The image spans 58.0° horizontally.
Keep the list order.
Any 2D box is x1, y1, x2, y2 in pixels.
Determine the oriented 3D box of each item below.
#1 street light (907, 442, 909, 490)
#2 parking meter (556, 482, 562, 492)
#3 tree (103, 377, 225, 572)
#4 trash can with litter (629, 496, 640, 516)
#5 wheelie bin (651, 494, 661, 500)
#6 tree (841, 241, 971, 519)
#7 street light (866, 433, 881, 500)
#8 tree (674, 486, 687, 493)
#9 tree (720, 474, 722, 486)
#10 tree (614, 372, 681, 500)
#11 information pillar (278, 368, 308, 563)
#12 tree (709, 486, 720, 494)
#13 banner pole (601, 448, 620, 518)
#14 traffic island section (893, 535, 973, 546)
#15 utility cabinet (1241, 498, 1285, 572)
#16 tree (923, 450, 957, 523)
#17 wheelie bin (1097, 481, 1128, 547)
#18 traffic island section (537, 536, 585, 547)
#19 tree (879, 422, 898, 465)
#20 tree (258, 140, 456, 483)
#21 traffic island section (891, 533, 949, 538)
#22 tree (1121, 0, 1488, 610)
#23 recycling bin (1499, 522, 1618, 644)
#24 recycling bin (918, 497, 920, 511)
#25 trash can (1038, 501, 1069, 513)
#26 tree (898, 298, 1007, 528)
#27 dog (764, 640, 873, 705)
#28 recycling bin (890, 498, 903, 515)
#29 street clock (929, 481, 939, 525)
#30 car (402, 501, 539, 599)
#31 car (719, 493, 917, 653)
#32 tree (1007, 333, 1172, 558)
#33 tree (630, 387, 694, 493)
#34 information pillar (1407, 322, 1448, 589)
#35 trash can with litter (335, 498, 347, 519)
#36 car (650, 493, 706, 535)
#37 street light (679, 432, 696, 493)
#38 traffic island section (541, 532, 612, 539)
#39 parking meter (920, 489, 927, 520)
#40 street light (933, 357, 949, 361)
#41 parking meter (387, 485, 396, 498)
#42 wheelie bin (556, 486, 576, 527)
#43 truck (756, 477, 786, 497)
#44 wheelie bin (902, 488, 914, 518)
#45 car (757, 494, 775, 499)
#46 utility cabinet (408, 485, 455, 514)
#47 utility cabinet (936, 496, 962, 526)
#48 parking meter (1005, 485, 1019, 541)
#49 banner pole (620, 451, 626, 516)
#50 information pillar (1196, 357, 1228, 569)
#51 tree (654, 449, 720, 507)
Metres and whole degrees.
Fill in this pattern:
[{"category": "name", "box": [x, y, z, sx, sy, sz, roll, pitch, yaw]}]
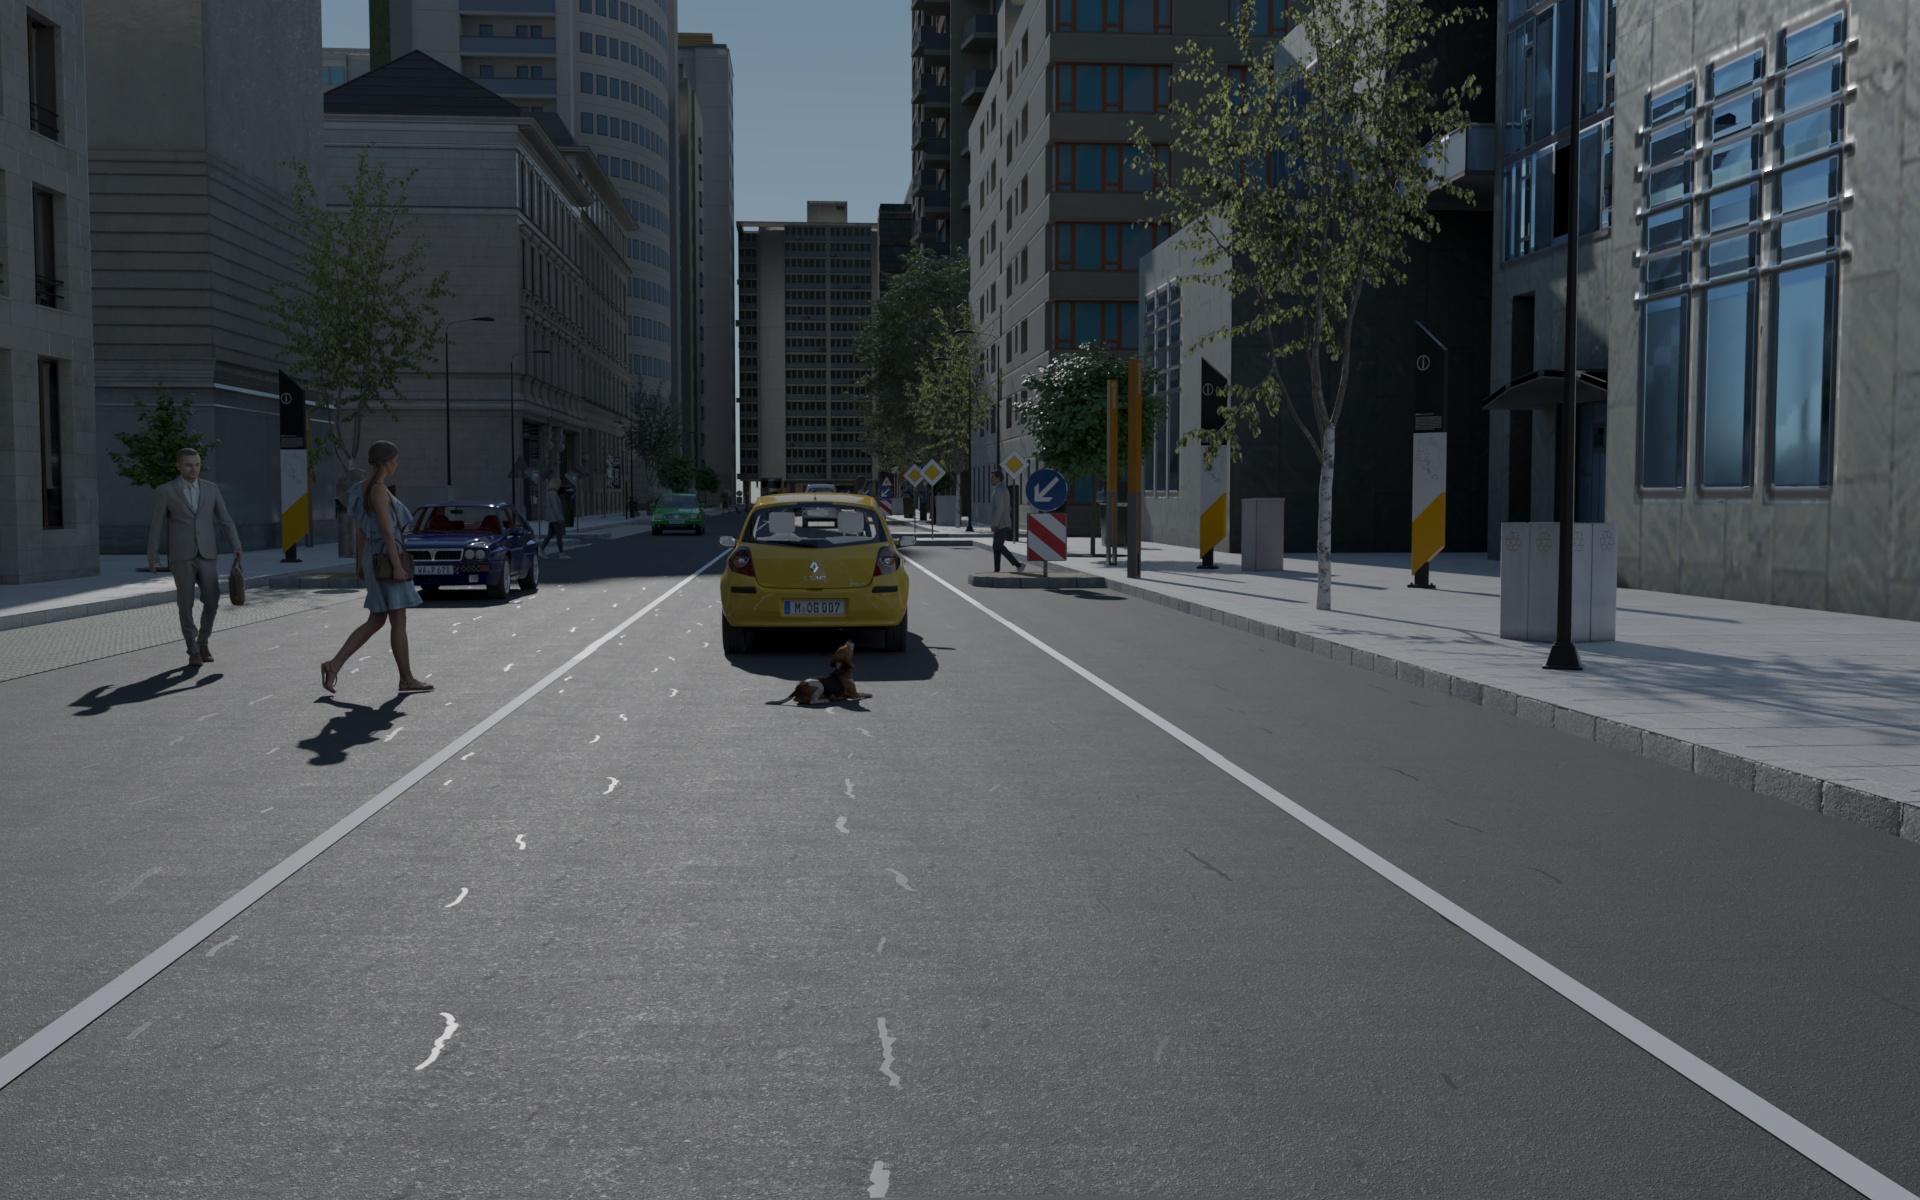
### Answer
[{"category": "street light", "box": [-3.391, -7.509, 95.314, 1.470, 5.913, 1.316, 0, 4, -5]}, {"category": "parking meter", "box": [-16.591, -4.017, 71.393, 0.255, 1.863, 0.399, 1, 4, 21]}, {"category": "tree", "box": [-13.282, -2.099, 28.916, 1.663, 3.219, 1.824, 0, 3, 0]}, {"category": "trash can with litter", "box": [-18.659, -5.401, 99.691, 0.624, 1.170, 1.055, -2, 4, -30]}, {"category": "wheelie bin", "box": [-18.711, -6.048, 106.789, 0.693, 1.594, 0.980, 0, 4, 6]}, {"category": "tree", "box": [-1.153, -11.128, 88.592, 9.857, 13.997, 8.962, 0, 3, 0]}, {"category": "street light", "box": [-6.600, -9.751, 131.967, 1.470, 5.913, 1.316, 0, 4, -5]}, {"category": "tree", "box": [-22.356, -8.803, 138.524, 1.663, 3.219, 1.824, 0, 3, 0]}, {"category": "tree", "box": [-26.373, -11.941, 178.955, 4.285, 4.588, 4.351, 0, 3, 0]}, {"category": "tree", "box": [-18.722, -9.419, 104.357, 4.360, 8.622, 3.978, 0, 3, 0]}, {"category": "information pillar", "box": [-12.449, -2.506, 32.331, 0.504, 3.616, 0.183, 0, 4, 5]}, {"category": "tree", "box": [-26.341, -11.666, 185.344, 1.663, 3.219, 1.824, 0, 3, 0]}, {"category": "banner pole", "box": [-19.041, -6.337, 93.625, 0.401, 3.779, 0.863, 3, 5, 43]}, {"category": "traffic island section", "box": [-0.762, -1.643, 49.141, 2.009, 0.180, 2.903, 0, 4, -5]}, {"category": "utility cabinet", "box": [5.076, -1.095, 29.063, 0.306, 1.237, 1.020, 3, 4, 37]}, {"category": "tree", "box": [-0.874, -4.988, 76.150, 1.663, 3.219, 1.824, 0, 3, 0]}, {"category": "wheelie bin", "box": [3.764, -2.110, 42.404, 0.980, 1.594, 0.693, -1, 4, -13]}, {"category": "traffic island section", "box": [-11.711, -1.584, 48.183, 2.009, 0.180, 2.903, 0, 4, -5]}, {"category": "tree", "box": [-4.163, -10.755, 126.214, 4.360, 8.622, 3.978, 0, 3, 0]}, {"category": "tree", "box": [-12.936, -5.291, 36.873, 4.737, 8.622, 4.395, 0, 3, 0]}, {"category": "traffic island section", "box": [-1.464, -2.129, 57.095, 2.009, 0.180, 2.903, 0, 4, -5]}, {"category": "tree", "box": [4.001, -4.211, 19.216, 4.360, 8.622, 3.978, 0, 3, 0]}, {"category": "recycling bin", "box": [5.263, -0.164, 15.241, 0.722, 1.027, 0.722, -2, 4, -29]}, {"category": "recycling bin", "box": [-2.691, -7.265, 131.337, 0.722, 1.027, 0.722, -2, 4, -32]}, {"category": "trash can", "box": [2.034, -1.621, 38.153, 0.748, 1.137, 0.748, 0, 3, 0]}, {"category": "tree", "box": [-0.127, -7.048, 65.602, 4.360, 8.622, 3.978, 0, 3, 0]}, {"category": "dog", "box": [-0.981, 0.500, 12.025, 0.748, 0.427, 0.550, 0, 4, -2]}, {"category": "recycling bin", "box": [-3.884, -5.711, 105.921, 0.722, 1.027, 0.722, -1, 4, -13]}, {"category": "street clock", "box": [-1.099, -4.140, 72.259, 0.358, 2.002, 0.471, 2, 4, 28]}, {"category": "car", "box": [-7.148, -0.749, 24.828, 1.945, 1.354, 3.894, 0, 4, -5]}, {"category": "car", "box": [-1.411, -0.422, 17.120, 2.015, 1.641, 3.980, 0, 4, -4]}, {"category": "tree", "box": [2.658, -3.169, 35.533, 4.285, 4.588, 4.351, 0, 3, 0]}, {"category": "tree", "box": [-20.257, -10.249, 117.939, 4.737, 8.622, 4.395, 0, 3, 0]}, {"category": "information pillar", "box": [6.360, -1.966, 23.497, 0.183, 3.616, 0.504, -3, 5, -40]}, {"category": "trash can with litter", "box": [-20.050, -2.759, 56.503, 0.624, 1.170, 1.055, 1, 4, 20]}, {"category": "car", "box": [-9.998, -3.227, 61.564, 1.959, 1.807, 4.718, 0, 4, -7]}, {"category": "street light", "box": [-20.345, -9.577, 129.120, 1.470, 5.913, 1.316, 0, 4, -5]}, {"category": "traffic island section", "box": [-12.413, -2.071, 56.137, 2.009, 0.180, 2.903, 0, 4, -5]}, {"category": "parking meter", "box": [-1.779, -4.634, 84.185, 0.372, 1.533, 0.369, 0, 3, 0]}, {"category": "street light", "box": [-0.205, -5.285, 58.945, 1.470, 5.913, 1.316, 0, 4, -5]}, {"category": "parking meter", "box": [-15.212, -2.307, 46.128, 0.372, 1.533, 0.369, 0, 3, 0]}, {"category": "wheelie bin", "box": [-15.225, -3.607, 66.883, 0.693, 1.594, 0.980, 1, 4, 23]}, {"category": "truck", "box": [-22.083, -12.669, 203.070, 3.469, 3.379, 9.791, 0, 4, -5]}, {"category": "wheelie bin", "box": [-2.726, -5.158, 92.235, 0.693, 1.594, 0.980, 0, 4, 8]}, {"category": "car", "box": [-17.840, -9.316, 161.359, 2.155, 1.783, 4.494, 0, 4, -7]}, {"category": "utility cabinet", "box": [-13.196, -2.116, 43.277, 1.173, 1.500, 0.318, 1, 4, 19]}, {"category": "utility cabinet", "box": [-0.444, -3.585, 69.770, 1.020, 1.237, 0.306, 2, 4, 26]}, {"category": "parking meter", "box": [1.419, -2.368, 47.122, 0.372, 1.533, 0.369, 0, 3, 0]}, {"category": "banner pole", "box": [-19.980, -6.826, 101.628, 0.863, 3.779, 0.401, -1, 4, -8]}, {"category": "information pillar", "box": [4.308, -2.333, 29.503, 0.504, 3.616, 0.183, 3, 4, 39]}, {"category": "tree", "box": [-20.622, -8.678, 125.596, 4.285, 4.588, 4.351, 0, 3, 0]}]
